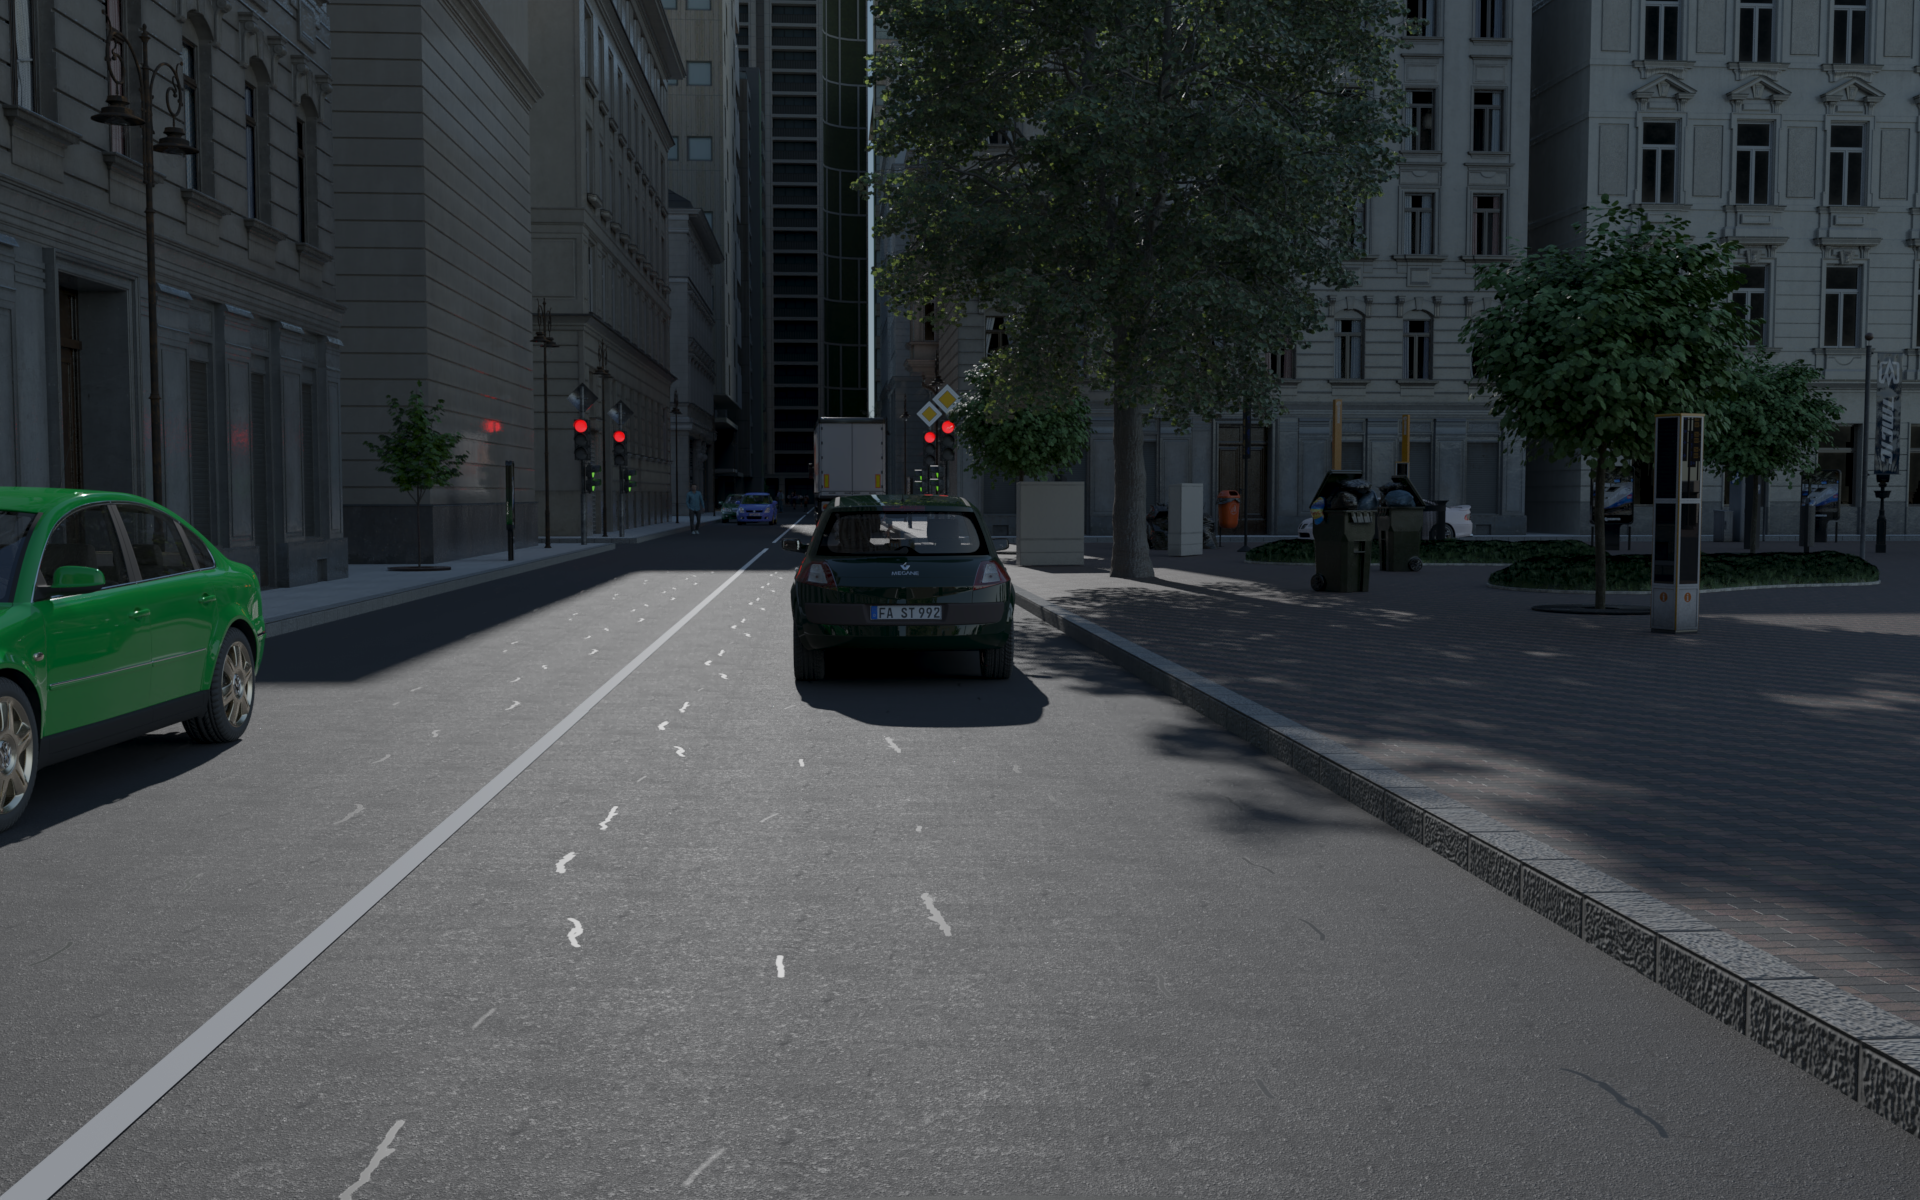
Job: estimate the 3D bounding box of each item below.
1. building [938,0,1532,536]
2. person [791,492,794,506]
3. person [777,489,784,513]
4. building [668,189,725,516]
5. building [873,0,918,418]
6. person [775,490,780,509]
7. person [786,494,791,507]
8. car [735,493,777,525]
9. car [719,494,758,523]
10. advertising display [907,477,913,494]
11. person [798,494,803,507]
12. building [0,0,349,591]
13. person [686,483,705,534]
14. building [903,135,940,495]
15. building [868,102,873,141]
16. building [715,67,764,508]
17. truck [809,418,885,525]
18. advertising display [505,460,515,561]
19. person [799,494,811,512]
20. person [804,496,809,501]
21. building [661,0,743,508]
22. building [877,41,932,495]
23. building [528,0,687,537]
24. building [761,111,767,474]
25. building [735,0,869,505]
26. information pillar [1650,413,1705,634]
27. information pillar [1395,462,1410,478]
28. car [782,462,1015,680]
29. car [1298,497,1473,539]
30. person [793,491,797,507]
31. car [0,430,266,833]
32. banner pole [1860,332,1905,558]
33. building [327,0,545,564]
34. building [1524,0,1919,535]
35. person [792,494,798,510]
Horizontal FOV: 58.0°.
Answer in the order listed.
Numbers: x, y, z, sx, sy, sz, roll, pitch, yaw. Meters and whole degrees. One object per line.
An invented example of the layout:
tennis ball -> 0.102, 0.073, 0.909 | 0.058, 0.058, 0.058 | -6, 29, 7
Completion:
building -> 8.414, -12.735, 57.376 | 18.267, 20.994, 9.793 | 0, 4, -4
person -> -19.669, -11.840, 203.006 | 0.541, 1.710, 0.530 | -3, 4, -38
person -> -13.729, -7.583, 132.559 | 0.705, 1.814, 1.350 | -2, 4, -24
building -> -20.173, -15.294, 100.970 | 10.553, 20.767, 40.483 | 0, 4, -4
building -> -0.075, -27.996, 141.326 | 14.154, 41.232, 14.086 | 0, 4, -4
person -> -17.622, -9.741, 167.628 | 0.599, 1.838, 0.709 | 2, 4, 32
person -> -19.363, -11.257, 195.735 | 0.799, 1.438, 0.628 | 1, 4, 17
car -> -9.448, -4.347, 80.658 | 1.945, 1.707, 3.694 | 0, 4, -3
car -> -11.009, -4.600, 87.013 | 2.131, 1.459, 4.920 | 0, 4, -5
advertising display -> -1.874, -3.647, 64.850 | 0.123, 1.923, 0.974 | -1, 4, -9
person -> -17.198, -10.683, 186.348 | 0.628, 1.438, 0.799 | 0, 4, -3
building -> -13.383, -10.248, 16.700 | 9.793, 20.994, 18.267 | 0, 4, -4
person -> -9.518, -3.282, 62.175 | 0.660, 1.820, 0.620 | -2, 4, -25
building -> 4.633, -15.997, 80.630 | 14.460, 24.649, 34.723 | 0, 4, -4
building -> 2.221, -38.925, 225.669 | 27.495, 52.752, 28.713 | 0, 4, -4
building -> -25.639, -29.182, 160.715 | 14.154, 41.232, 14.086 | 0, 4, -4
truck -> -4.541, -4.906, 69.130 | 2.839, 4.237, 11.283 | 0, 4, -6
advertising display -> -8.706, -1.733, 33.552 | 0.123, 1.923, 0.974 | -1, 4, -12
person -> -12.433, -7.818, 139.580 | 1.065, 1.426, 0.557 | 1, 4, 21
person -> -17.563, -11.365, 197.501 | 0.628, 1.438, 0.799 | -2, 4, -24
building -> -31.585, -33.583, 138.318 | 28.713, 52.752, 27.495 | 0, 4, -4
building -> 0.626, -20.488, 112.469 | 11.434, 29.767, 29.804 | 0, 4, -4
building -> -19.596, -14.194, 65.364 | 16.112, 22.955, 30.059 | 0, 4, -4
building -> -36.688, -34.826, 189.021 | 30.456, 49.044, 23.786 | 0, 4, -4
building -> -21.834, -47.709, 218.286 | 20.611, 71.187, 20.563 | 0, 4, -4
information pillar -> 6.604, -0.701, 15.954 | 0.304, 2.012, 0.304 | -2, 4, -25
information pillar -> 10.050, -2.134, 39.389 | 0.304, 2.012, 0.304 | 1, 4, 17
car -> -0.531, -0.304, 14.752 | 2.009, 1.686, 4.222 | 0, 4, -4
car -> 11.865, -2.206, 48.429 | 4.827, 1.381, 2.083 | 0, 4, -6
person -> -18.288, -11.237, 192.191 | 0.705, 1.831, 1.348 | -1, 4, -22
car -> -4.979, 0.012, 8.608 | 1.959, 1.807, 4.718 | 0, 4, -3
banner pole -> 14.308, -2.261, 26.987 | 0.863, 3.779, 0.401 | -1, 4, -13
building -> -22.146, -14.584, 35.719 | 25.104, 27.353, 12.463 | 0, 4, -4
building -> 40.047, -17.490, 62.383 | 44.131, 29.872, 17.030 | 0, 4, -4
person -> -15.202, -9.064, 159.928 | 0.421, 1.427, 0.697 | 3, 4, 37
